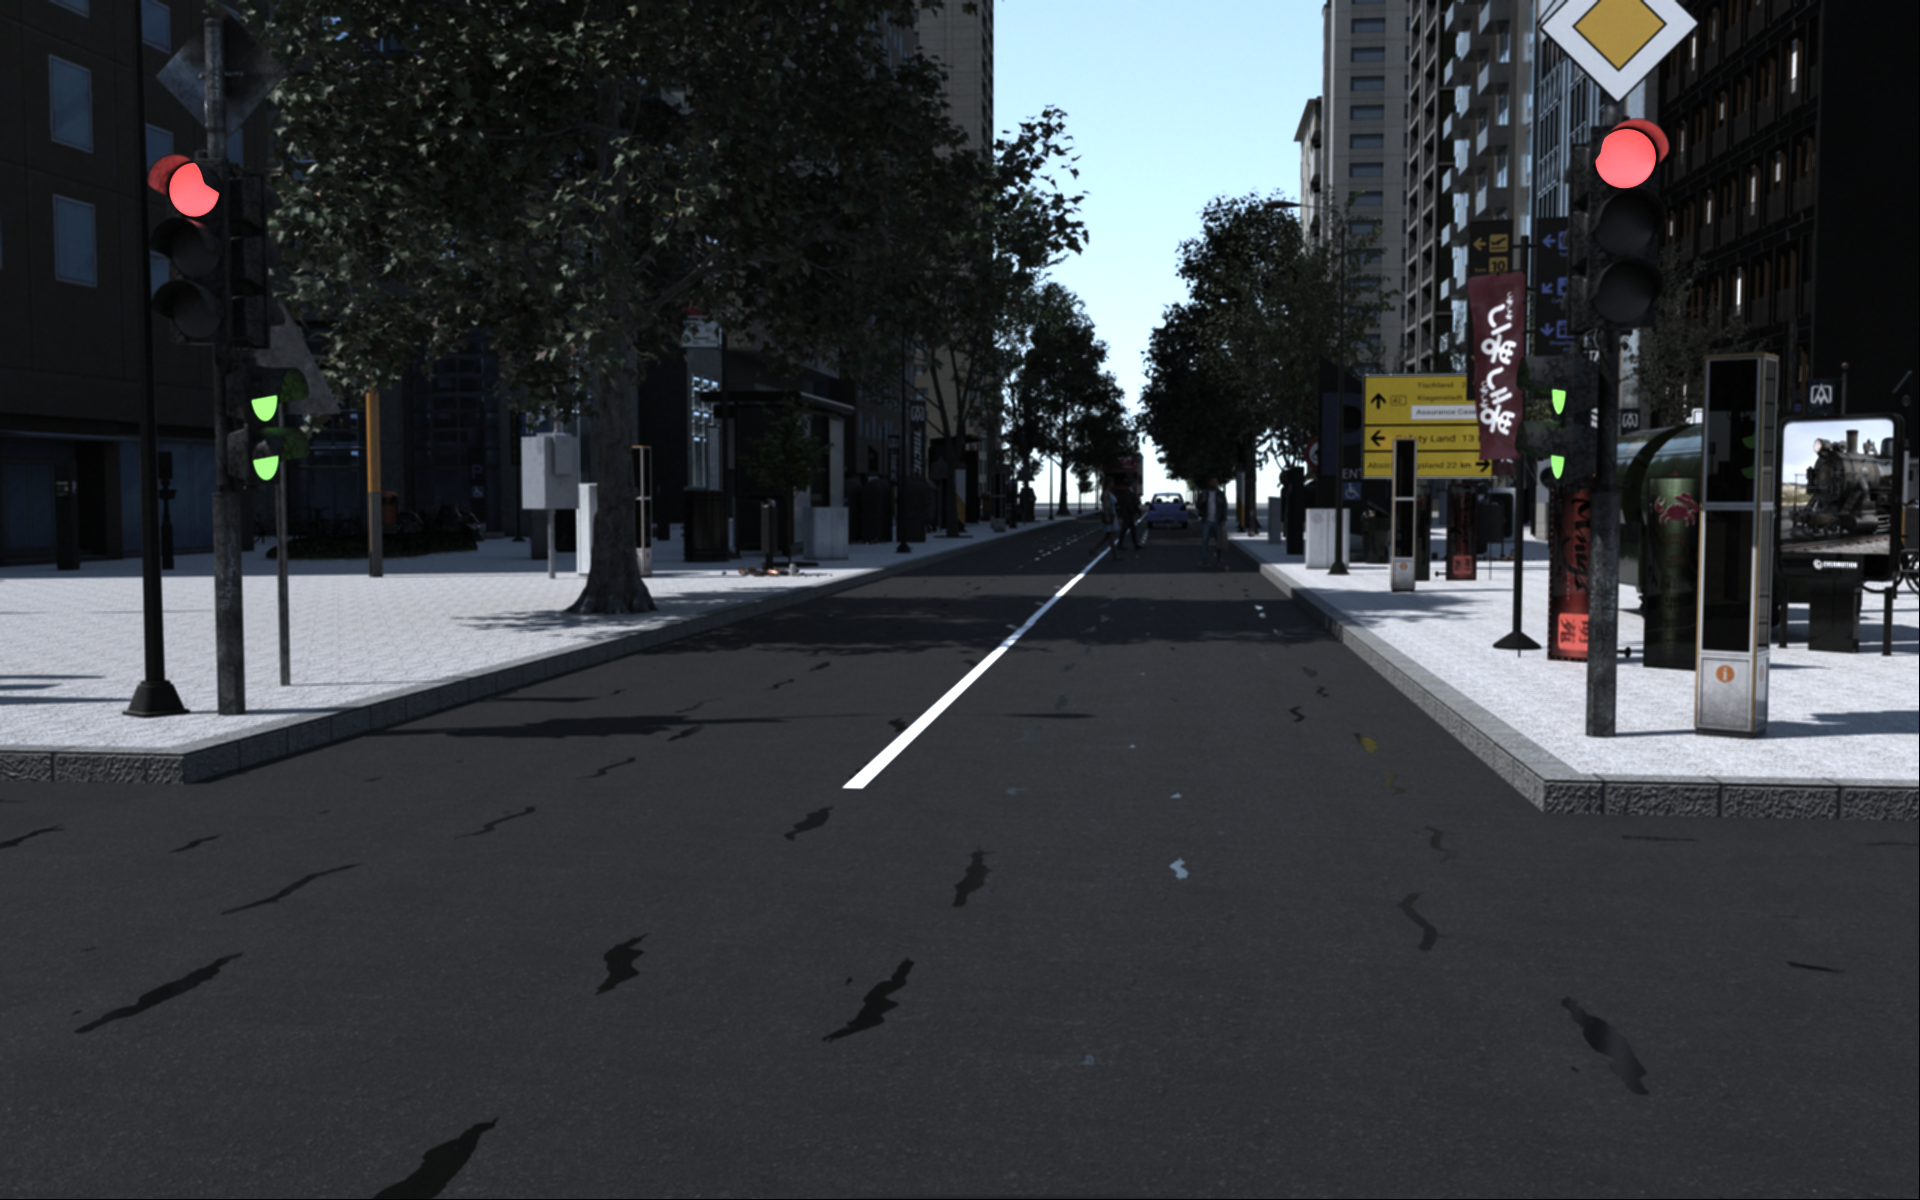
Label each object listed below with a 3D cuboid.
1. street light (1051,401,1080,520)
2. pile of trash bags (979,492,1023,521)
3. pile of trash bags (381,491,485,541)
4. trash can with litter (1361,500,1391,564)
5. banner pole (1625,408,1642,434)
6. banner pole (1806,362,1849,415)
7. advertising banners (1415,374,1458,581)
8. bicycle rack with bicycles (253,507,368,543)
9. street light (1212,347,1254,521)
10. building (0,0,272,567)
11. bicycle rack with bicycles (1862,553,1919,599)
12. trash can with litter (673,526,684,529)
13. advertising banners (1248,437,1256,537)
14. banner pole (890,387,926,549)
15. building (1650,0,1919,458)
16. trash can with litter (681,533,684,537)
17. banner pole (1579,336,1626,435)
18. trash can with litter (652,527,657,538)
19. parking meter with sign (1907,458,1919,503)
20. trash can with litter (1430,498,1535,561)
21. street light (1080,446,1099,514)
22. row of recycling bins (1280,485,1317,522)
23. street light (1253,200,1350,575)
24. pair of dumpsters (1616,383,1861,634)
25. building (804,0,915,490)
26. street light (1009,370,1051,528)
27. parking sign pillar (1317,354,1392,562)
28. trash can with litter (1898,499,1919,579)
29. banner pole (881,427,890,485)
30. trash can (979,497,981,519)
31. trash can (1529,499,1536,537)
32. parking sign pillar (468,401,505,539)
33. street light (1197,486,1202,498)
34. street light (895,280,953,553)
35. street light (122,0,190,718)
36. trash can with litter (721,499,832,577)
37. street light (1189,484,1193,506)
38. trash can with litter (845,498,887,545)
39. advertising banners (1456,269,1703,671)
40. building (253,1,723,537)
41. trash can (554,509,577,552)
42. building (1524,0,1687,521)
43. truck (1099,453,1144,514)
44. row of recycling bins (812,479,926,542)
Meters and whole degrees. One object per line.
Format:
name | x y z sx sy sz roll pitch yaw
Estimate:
street light | 5.098 -6.968 86.474 1.470 5.913 1.316 0 4 7
pile of trash bags | 1.767 -4.396 81.627 1.912 1.369 3.447 1 4 21
pile of trash bags | -14.197 -2.200 45.730 1.912 1.369 3.447 1 4 18
trash can with litter | 7.927 -1.259 31.968 1.055 1.170 0.624 1 4 14
banner pole | 17.021 -3.331 44.482 0.863 3.779 0.401 0 4 8
banner pole | 16.608 -2.636 33.114 0.863 3.779 0.401 1 4 20
advertising banners | 7.419 -1.802 25.649 2.074 3.025 0.090 -1 4 -14
bicycle rack with bicycles | -16.890 -1.957 45.373 2.925 0.926 2.852 1 4 18
street light | 8.810 -5.040 54.948 1.470 5.913 1.316 0 4 7
building | -23.252 -23.351 31.901 14.600 45.320 14.200 0 4 7
bicycle rack with bicycles | 12.619 -0.492 21.428 2.925 0.926 2.852 3 5 41
trash can with litter | -9.735 -3.227 63.818 1.678 1.210 2.233 0 4 -6
advertising banners | 8.911 -3.456 52.696 0.090 3.025 2.074 1 4 15
banner pole | -1.118 -3.095 40.620 0.863 3.779 0.401 -3 4 -37
building | 30.015 -13.678 53.311 12.332 23.373 15.834 0 4 7
trash can with litter | -7.485 -2.357 49.916 1.055 1.170 0.624 -3 5 -42
banner pole | 9.002 -2.128 24.814 0.401 3.779 0.863 -1 4 -20
trash can with litter | -9.373 -2.433 51.166 1.055 1.170 0.624 -3 4 -36
parking meter with sign | 20.190 -2.494 37.031 1.738 3.016 0.543 0 4 8
trash can with litter | 9.887 -1.377 33.569 2.233 1.210 1.678 2 4 29
street light | 8.450 -8.654 114.030 1.470 5.913 1.316 0 4 7
row of recycling bins | 15.864 -4.469 80.187 1.069 1.692 3.534 2 4 35
street light | 5.500 -3.362 27.515 1.470 5.913 1.316 0 4 7
pair of dumpsters | 7.387 -0.888 17.012 1.574 2.255 4.437 0 4 7
building | -11.443 -29.719 136.009 14.600 45.320 14.200 0 4 7
street light | 2.529 -5.641 64.768 1.470 5.913 1.316 0 4 7
parking sign pillar | 7.523 -2.737 33.228 1.447 3.967 1.447 1 4 12
trash can with litter | 14.798 -0.976 27.010 1.678 1.210 2.233 0 4 1
banner pole | -2.618 -4.546 64.338 0.863 3.779 0.401 0 4 4
trash can | 0.719 -4.486 85.007 0.748 1.137 0.748 0 3 0
trash can | 17.514 -2.478 52.171 0.748 1.137 0.748 0 3 0
parking sign pillar | -13.881 -3.752 49.823 1.447 3.967 1.447 -1 4 -15
street light | 12.099 -6.738 82.712 1.470 5.913 1.316 0 4 7
street light | -0.696 -3.981 37.630 1.470 5.913 1.316 0 4 7
street light | -4.154 -2.282 9.854 1.470 5.913 1.316 0 4 7
trash can with litter | -2.996 -1.022 27.771 1.678 1.210 2.233 -1 4 -12
street light | 14.659 -8.047 104.103 1.470 5.913 1.316 0 4 7
trash can with litter | -2.665 -2.032 44.281 2.233 1.210 1.678 -3 4 -37
advertising banners | 4.743 -1.036 13.132 0.090 3.025 2.074 -3 5 -42
building | -21.985 -46.061 65.762 22.319 86.520 31.000 0 4 7
trash can | -8.722 -1.634 38.374 0.748 1.137 0.748 0 3 0
building | 31.706 -15.499 71.430 12.078 24.808 19.932 0 4 7
truck | 11.315 -8.024 120.100 2.839 4.237 11.283 0 4 8
row of recycling bins | -2.571 -2.423 46.733 3.534 1.692 1.069 1 4 21
